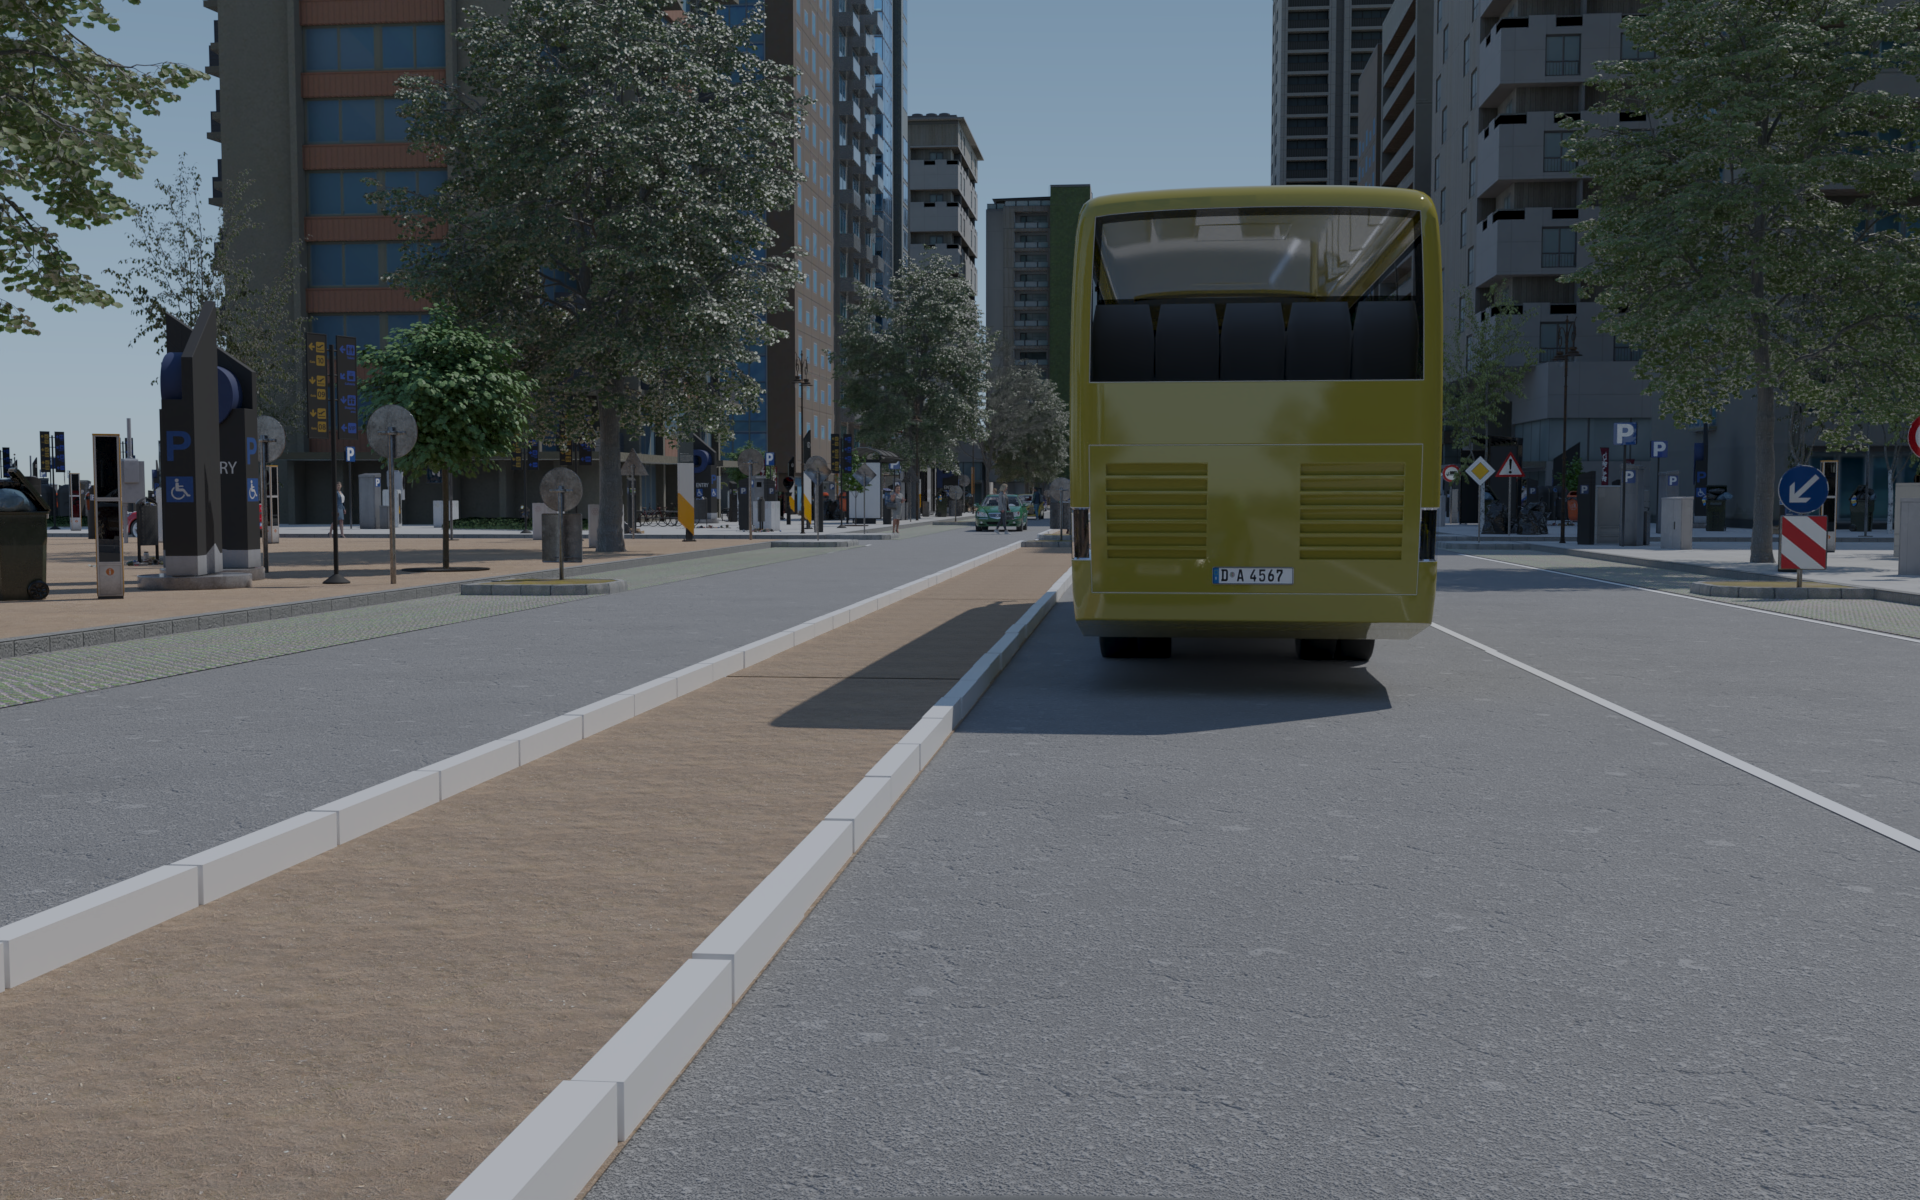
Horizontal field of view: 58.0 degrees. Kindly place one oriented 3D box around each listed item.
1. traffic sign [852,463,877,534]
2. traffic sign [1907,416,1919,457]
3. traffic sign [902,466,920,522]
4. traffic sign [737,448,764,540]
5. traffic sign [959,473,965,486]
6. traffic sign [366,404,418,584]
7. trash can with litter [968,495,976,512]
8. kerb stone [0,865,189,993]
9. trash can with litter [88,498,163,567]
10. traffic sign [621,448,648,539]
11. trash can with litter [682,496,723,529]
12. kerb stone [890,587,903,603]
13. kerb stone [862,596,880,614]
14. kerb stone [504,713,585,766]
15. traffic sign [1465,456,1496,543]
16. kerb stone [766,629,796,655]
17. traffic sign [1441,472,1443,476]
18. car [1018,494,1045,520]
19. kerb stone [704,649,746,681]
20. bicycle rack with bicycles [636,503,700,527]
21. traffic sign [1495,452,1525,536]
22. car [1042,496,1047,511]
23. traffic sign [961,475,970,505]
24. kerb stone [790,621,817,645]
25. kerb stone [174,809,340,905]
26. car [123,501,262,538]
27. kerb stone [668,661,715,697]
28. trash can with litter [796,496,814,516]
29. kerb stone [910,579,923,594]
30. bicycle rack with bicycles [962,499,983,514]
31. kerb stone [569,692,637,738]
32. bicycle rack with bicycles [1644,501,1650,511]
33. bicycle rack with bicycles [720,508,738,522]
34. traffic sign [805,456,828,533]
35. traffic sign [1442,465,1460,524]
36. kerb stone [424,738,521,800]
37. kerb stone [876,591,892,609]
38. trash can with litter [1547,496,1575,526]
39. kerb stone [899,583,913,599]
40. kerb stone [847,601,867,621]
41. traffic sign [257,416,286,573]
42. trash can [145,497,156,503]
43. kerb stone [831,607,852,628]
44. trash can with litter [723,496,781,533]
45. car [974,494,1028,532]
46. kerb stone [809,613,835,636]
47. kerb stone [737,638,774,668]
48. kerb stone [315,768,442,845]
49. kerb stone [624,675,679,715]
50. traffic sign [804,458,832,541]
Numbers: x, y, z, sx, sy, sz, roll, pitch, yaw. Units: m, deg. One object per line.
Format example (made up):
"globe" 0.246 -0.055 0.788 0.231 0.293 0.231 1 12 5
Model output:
"traffic sign" -3.061 -3.170 55.477 0.795 2.450 0.064 0 4 6
"traffic sign" 14.979 -1.627 26.704 0.768 2.556 0.104 1 4 10
"traffic sign" -2.271 -4.871 79.644 0.884 2.594 0.081 1 4 14
"traffic sign" -5.854 -2.953 48.393 0.768 2.556 0.104 1 4 10
"traffic sign" -0.091 -6.328 103.563 0.768 2.556 0.104 0 4 8
"traffic sign" -8.090 -1.501 24.651 0.768 2.556 0.104 0 4 7
"trash can with litter" 1.128 -7.020 125.837 2.233 1.210 1.678 1 4 11
"kerb stone" -2.740 1.022 5.483 0.120 0.150 1.000 0 4 6
"trash can with litter" -15.036 -1.239 31.310 1.678 1.210 2.233 1 4 11
"traffic sign" -9.281 -3.007 49.165 0.884 2.594 0.081 0 4 7
"trash can with litter" -9.368 -3.287 64.798 2.233 1.210 1.678 0 4 8
"kerb stone" -0.910 -0.033 22.814 0.120 0.150 1.000 0 4 6
"kerb stone" -1.127 0.087 20.769 0.120 0.150 1.000 0 4 6
"kerb stone" -2.306 0.776 9.561 0.120 0.150 1.000 0 4 6
"traffic sign" 13.697 -2.570 45.668 0.795 2.450 0.064 0 4 6
"kerb stone" -1.664 0.404 15.671 0.120 0.150 1.000 0 4 6
"traffic sign" 14.534 -3.056 53.609 0.795 2.450 0.064 0 4 6
"car" 3.832 -5.385 98.260 2.015 1.641 3.980 0 4 7
"kerb stone" -1.879 0.524 13.632 0.120 0.150 1.000 0 4 6
"bicycle rack with bicycles" -11.770 -3.381 68.655 2.925 0.926 2.852 -1 4 -19
"traffic sign" 16.945 -3.264 53.378 0.884 2.594 0.081 1 4 12
"car" 6.179 -7.923 142.124 1.945 1.354 3.894 0 4 7
"traffic sign" 0.278 -7.094 116.092 0.768 2.556 0.104 1 4 11
"kerb stone" -1.556 0.340 16.699 0.120 0.150 1.000 0 4 6
"kerb stone" -2.627 0.960 6.498 0.120 0.150 1.000 0 4 6
"car" -23.610 -2.722 53.543 4.494 1.783 2.155 0 4 6
"kerb stone" -1.982 0.587 12.611 0.120 0.150 1.000 0 4 6
"trash can with litter" -9.216 -5.621 103.291 1.055 1.170 0.624 -2 4 -24
"kerb stone" -0.696 -0.162 24.852 0.120 0.150 1.000 0 4 6
"bicycle rack with bicycles" 0.392 -6.400 118.018 2.852 0.926 2.925 -2 4 -35
"kerb stone" -2.195 0.711 10.577 0.120 0.150 1.000 0 4 6
"bicycle rack with bicycles" 35.920 -4.613 88.811 2.852 0.926 2.925 1 4 11
"bicycle rack with bicycles" -9.937 -4.147 81.190 2.925 0.926 2.852 -1 4 -16
"traffic sign" -4.764 -3.502 57.364 0.768 2.556 0.104 1 4 9
"traffic sign" 21.181 -4.561 74.680 0.768 2.556 0.104 1 4 13
"kerb stone" -2.415 0.837 8.545 0.120 0.150 1.000 0 4 6
"kerb stone" -1.016 0.025 21.788 0.120 0.150 1.000 0 4 6
"trash can with litter" 24.055 -3.630 70.406 2.233 1.210 1.678 1 4 15
"kerb stone" -0.803 -0.100 23.836 0.120 0.150 1.000 0 4 6
"kerb stone" -1.228 0.149 19.751 0.120 0.150 1.000 0 4 6
"traffic sign" -11.296 -1.713 28.117 0.768 2.556 0.104 1 4 12
"trash can" -47.330 -5.489 101.395 0.748 1.137 0.748 0 3 0
"kerb stone" -1.340 0.212 18.736 0.120 0.150 1.000 0 4 6
"trash can with litter" -6.893 -2.910 58.643 1.678 1.210 2.233 0 4 2
"car" 1.645 -3.420 67.721 2.131 1.459 4.920 0 4 6
"kerb stone" -1.451 0.274 17.719 0.120 0.150 1.000 0 4 6
"kerb stone" -1.763 0.461 14.651 0.120 0.150 1.000 0 4 6
"kerb stone" -2.522 0.897 7.523 0.120 0.150 1.000 0 4 6
"kerb stone" -2.090 0.648 11.593 0.120 0.150 1.000 0 4 6
"traffic sign" -3.898 -2.685 47.536 0.795 2.450 0.064 0 4 6
